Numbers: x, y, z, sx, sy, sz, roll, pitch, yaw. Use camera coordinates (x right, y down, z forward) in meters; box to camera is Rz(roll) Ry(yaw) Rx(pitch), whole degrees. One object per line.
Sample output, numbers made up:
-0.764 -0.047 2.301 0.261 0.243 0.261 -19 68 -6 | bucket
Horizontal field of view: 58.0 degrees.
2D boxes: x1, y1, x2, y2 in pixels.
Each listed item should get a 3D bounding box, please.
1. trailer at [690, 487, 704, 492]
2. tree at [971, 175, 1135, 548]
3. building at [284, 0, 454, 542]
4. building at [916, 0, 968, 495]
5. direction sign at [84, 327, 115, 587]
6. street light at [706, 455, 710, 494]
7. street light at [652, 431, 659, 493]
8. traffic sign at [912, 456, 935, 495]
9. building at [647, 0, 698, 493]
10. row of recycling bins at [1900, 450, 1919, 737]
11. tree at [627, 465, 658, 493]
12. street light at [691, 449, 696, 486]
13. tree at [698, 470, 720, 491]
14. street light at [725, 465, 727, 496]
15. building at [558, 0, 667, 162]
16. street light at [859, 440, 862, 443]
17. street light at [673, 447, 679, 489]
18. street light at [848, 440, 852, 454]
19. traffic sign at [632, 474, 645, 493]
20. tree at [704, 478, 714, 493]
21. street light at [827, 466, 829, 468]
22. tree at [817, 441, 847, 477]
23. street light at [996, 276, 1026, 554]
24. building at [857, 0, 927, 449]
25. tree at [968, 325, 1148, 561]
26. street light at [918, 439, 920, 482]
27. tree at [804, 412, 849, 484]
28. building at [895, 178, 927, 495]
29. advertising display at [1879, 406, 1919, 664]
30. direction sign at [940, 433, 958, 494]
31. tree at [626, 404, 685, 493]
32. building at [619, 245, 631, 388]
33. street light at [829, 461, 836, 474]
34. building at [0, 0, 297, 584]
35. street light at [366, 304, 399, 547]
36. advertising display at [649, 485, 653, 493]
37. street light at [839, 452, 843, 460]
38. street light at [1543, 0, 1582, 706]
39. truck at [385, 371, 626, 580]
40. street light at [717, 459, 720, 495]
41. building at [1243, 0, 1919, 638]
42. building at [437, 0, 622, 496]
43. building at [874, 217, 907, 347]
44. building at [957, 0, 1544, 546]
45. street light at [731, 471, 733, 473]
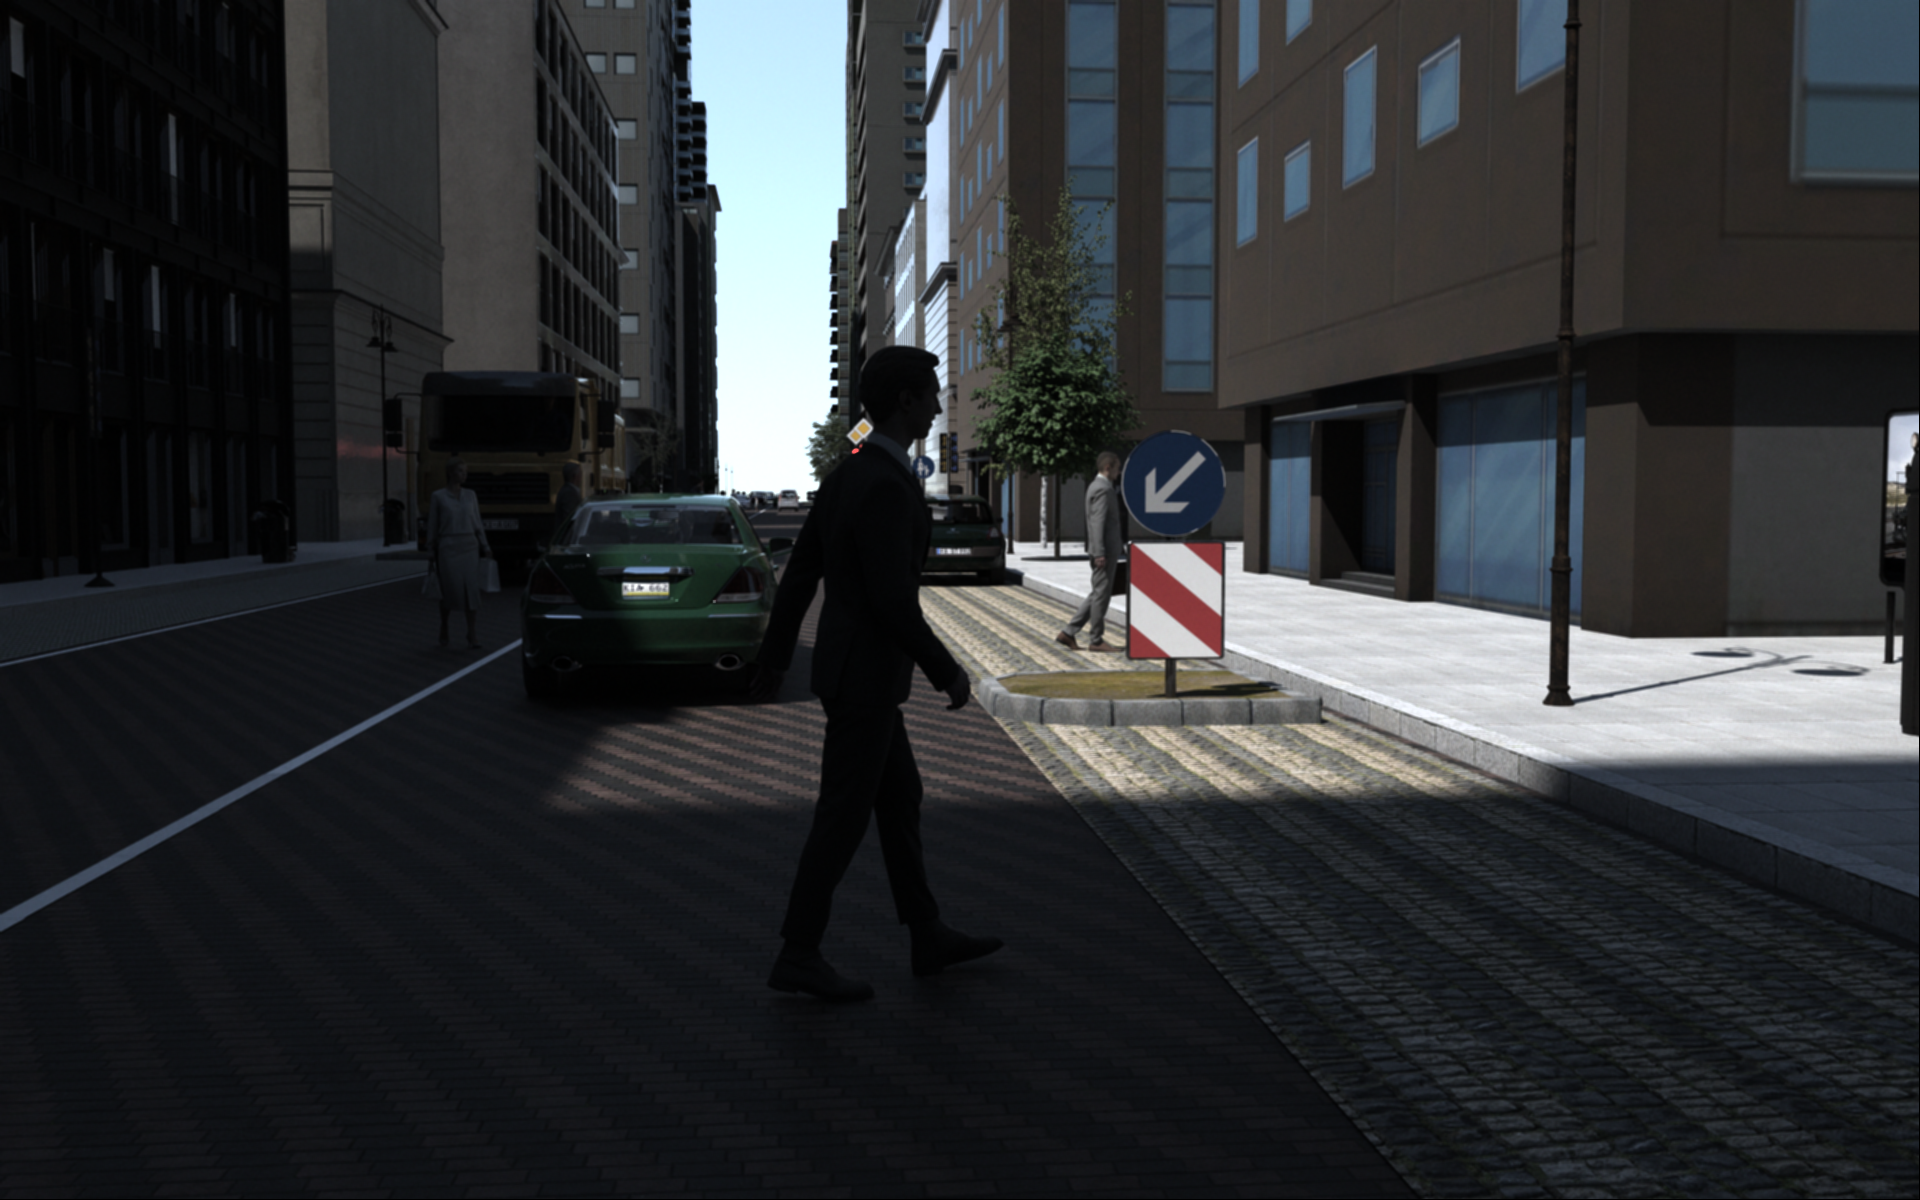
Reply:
-20.239 -7.709 133.088 1.471 1.999 3.904 0 4 -6 | trailer
2.018 -5.535 40.867 4.737 8.622 4.395 0 3 0 | tree
-31.456 -13.346 51.486 30.059 22.955 16.112 0 4 -5 | building
8.501 -17.954 79.456 20.117 28.700 13.634 0 4 -5 | building
-11.937 -1.953 23.923 0.379 3.537 0.876 -1 4 -16 | direction sign
-29.097 -13.873 199.602 0.468 5.910 1.993 0 4 -5 | street light
-21.868 -9.291 124.698 0.468 5.910 1.993 0 4 -5 | street light
-1.213 -3.503 57.385 0.768 2.556 0.104 0 4 4 | traffic sign
-38.291 -45.442 181.227 20.563 71.187 20.611 0 4 -5 | building
6.810 -0.132 9.276 3.534 1.692 1.069 -1 4 -10 | row of recycling bins
-21.382 -7.371 115.122 1.663 3.219 1.824 0 3 0 | tree
-26.580 -12.255 173.149 0.468 5.910 1.993 0 4 -5 | street light
-32.364 -14.548 221.570 4.285 4.588 4.351 0 3 0 | tree
-34.592 -17.345 256.384 0.468 5.910 1.993 0 4 -5 | street light
-40.872 -34.752 157.426 28.713 52.752 27.495 0 4 -5 | building
-6.841 -8.968 119.412 0.468 5.910 1.993 0 4 -5 | street light
-24.189 -10.675 147.323 0.468 5.910 1.993 0 4 -5 | street light
-9.183 -10.552 145.307 0.468 5.910 1.993 0 4 -5 | street light
-19.993 -6.579 107.667 0.768 2.556 0.104 0 4 -5 | traffic sign
-30.106 -13.143 209.487 1.663 3.219 1.824 0 3 0 | tree
-16.793 -15.273 222.504 0.468 5.910 1.993 0 4 -5 | street light
-16.905 -17.219 231.896 4.360 8.622 3.978 0 3 0 | tree
1.081 -3.923 36.932 0.468 5.910 1.993 0 4 -5 | street light
1.473 -32.905 161.700 21.300 48.544 21.600 0 4 -5 | building
1.961 -3.050 33.577 4.285 4.588 4.351 0 3 0 | tree
-1.491 -5.524 63.110 0.468 5.910 1.993 0 4 -5 | street light
-17.652 -19.600 238.589 7.486 12.596 7.792 0 3 0 | tree
2.014 -14.908 98.491 10.420 20.320 16.860 0 4 -5 | building
7.095 -0.455 12.659 0.123 1.923 0.974 0 4 -7 | advertising display
-0.412 -4.424 64.331 0.876 3.537 0.379 3 5 41 | direction sign
-23.980 -11.450 137.573 4.360 8.622 3.978 0 3 0 | tree
-28.529 -17.015 114.346 11.583 22.565 21.152 0 4 -5 | building
-14.246 -13.657 196.082 0.468 5.910 1.993 0 4 -5 | street light
-20.264 -12.238 29.762 12.332 23.373 15.834 0 4 -5 | building
-14.041 -4.247 42.227 0.468 5.910 1.993 0 4 -5 | street light
-20.919 -6.836 116.974 0.123 1.923 0.974 -2 4 -24 | advertising display
-11.676 -12.060 169.968 0.468 5.910 1.993 0 4 -5 | street light
3.646 -2.299 10.374 0.468 5.910 1.993 0 4 -5 | street light
-7.521 -2.110 30.421 3.469 3.379 9.791 0 4 -7 | truck
-32.093 -15.746 230.236 0.468 5.910 1.993 0 4 -5 | street light
11.853 -22.702 21.293 14.600 45.320 14.200 0 4 -5 | building
-28.453 -17.247 86.510 19.350 26.468 34.151 0 4 -5 | building
-0.964 -16.883 126.941 10.553 20.767 40.483 0 4 -5 | building
7.447 -24.561 51.691 14.600 45.320 14.200 0 4 -5 | building
-37.153 -18.924 282.194 0.468 5.910 1.993 0 4 -5 | street light
